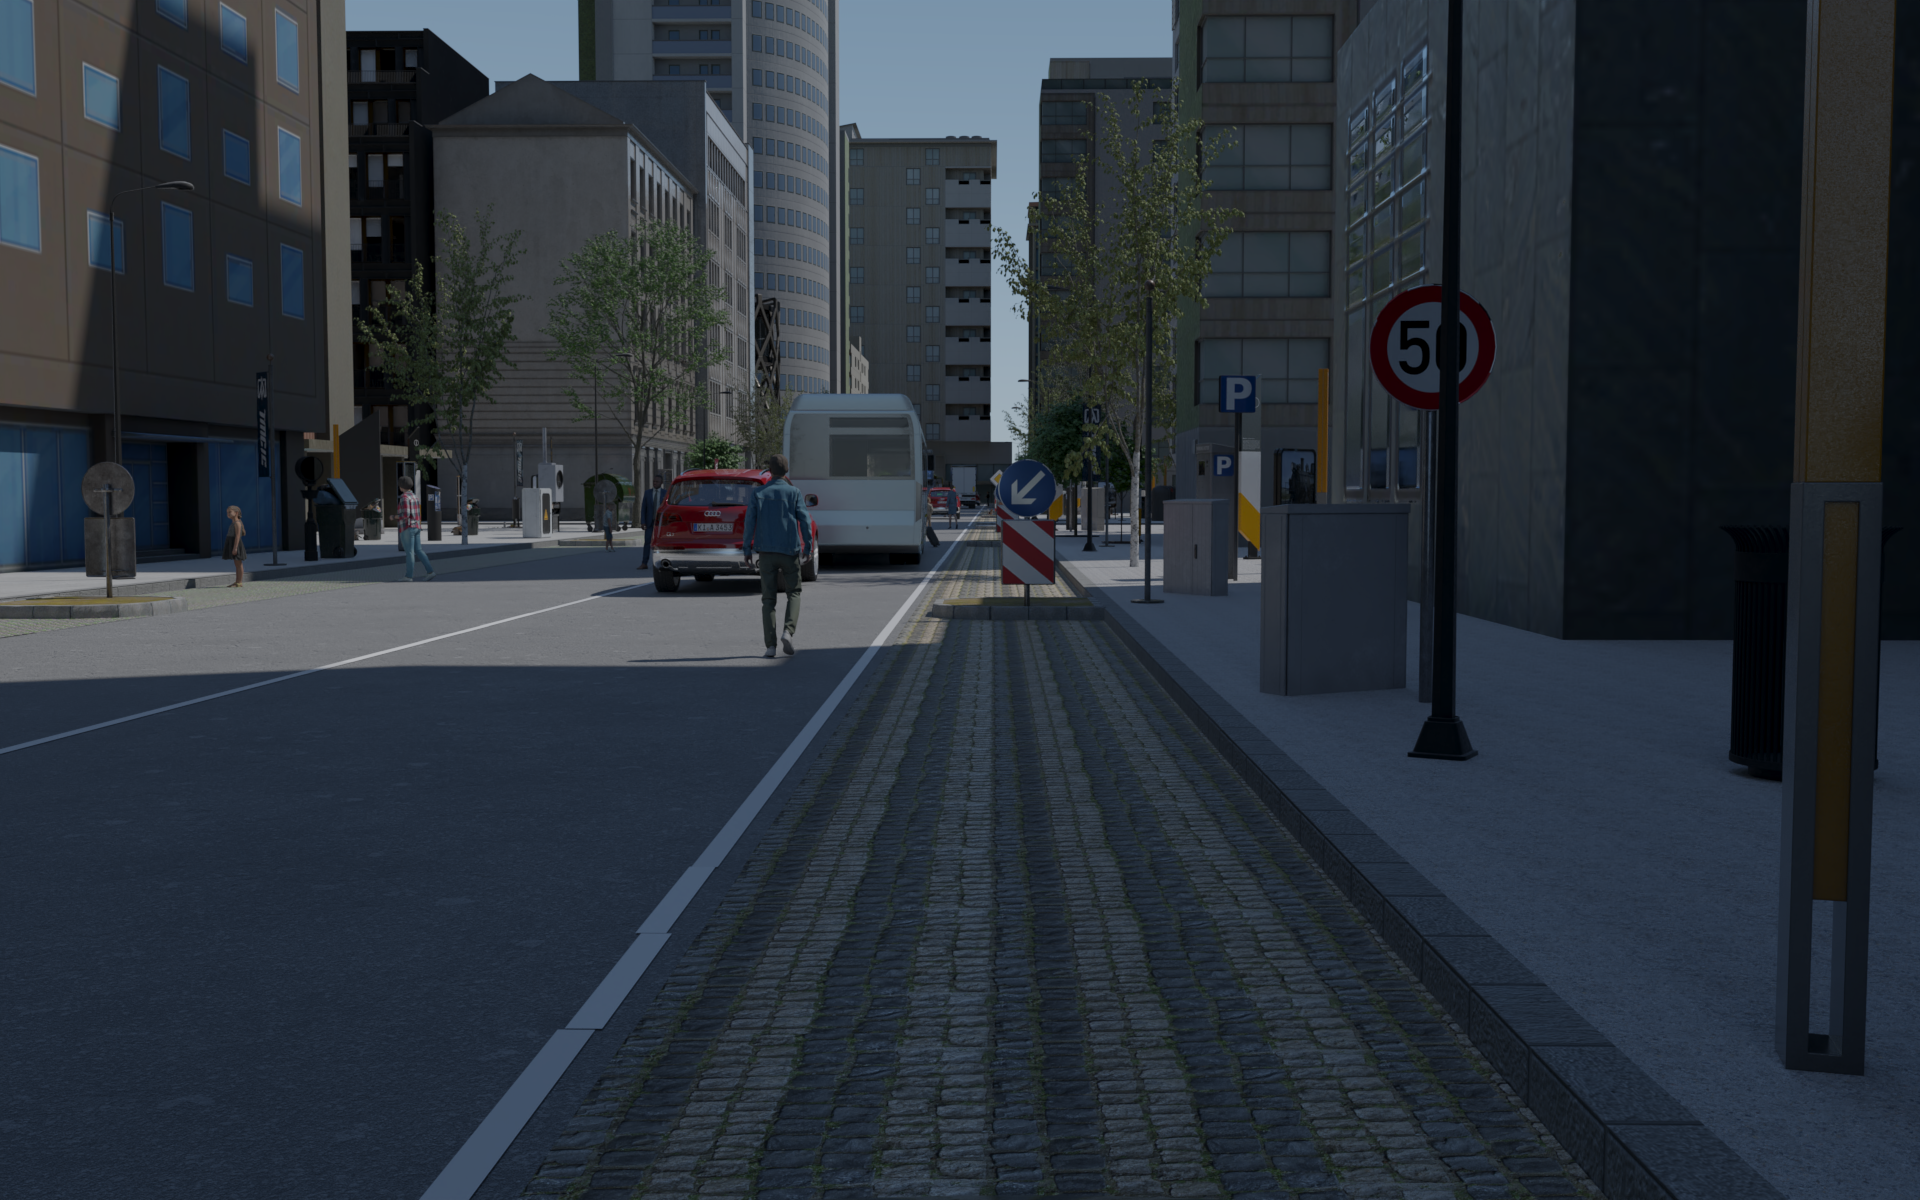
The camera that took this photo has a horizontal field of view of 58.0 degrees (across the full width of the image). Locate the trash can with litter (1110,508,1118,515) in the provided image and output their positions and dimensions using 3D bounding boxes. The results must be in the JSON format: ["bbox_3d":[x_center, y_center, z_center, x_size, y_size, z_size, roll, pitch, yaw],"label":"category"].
[{"bbox_3d":[9.028,-5.731,104.752,1.678,1.210,2.233,1,4,11],"label":"trash can with litter"}]

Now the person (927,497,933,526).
[{"bbox_3d":[-1.258,-3.312,66.922,0.475,1.303,0.640,0,4,5],"label":"person"}]

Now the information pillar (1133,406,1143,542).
[{"bbox_3d":[4.767,-3.376,46.545,0.183,3.616,0.504,-1,4,-14],"label":"information pillar"}]

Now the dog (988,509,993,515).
[{"bbox_3d":[1.881,-5.404,107.648,0.540,0.507,0.406,2,4,27],"label":"dog"}]

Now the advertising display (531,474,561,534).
[{"bbox_3d":[-14.056,-3.277,58.791,0.974,1.923,0.123,-2,4,-30],"label":"advertising display"}]

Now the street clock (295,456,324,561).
[{"bbox_3d":[-12.416,-1.744,33.085,0.358,2.002,0.471,3,5,44],"label":"street clock"}]

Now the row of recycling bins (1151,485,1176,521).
[{"bbox_3d":[9.827,-4.679,83.618,1.069,1.692,3.534,1,4,15],"label":"row of recycling bins"}]

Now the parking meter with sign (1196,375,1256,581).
[{"bbox_3d":[3.908,-1.838,26.307,0.543,3.016,1.738,-1,4,-11],"label":"parking meter with sign"}]

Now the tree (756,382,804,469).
[{"bbox_3d":[-11.703,-10.000,113.855,4.737,8.622,4.395,0,3,0],"label":"tree"}]

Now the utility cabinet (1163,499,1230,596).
[{"bbox_3d":[3.012,-0.675,22.200,0.306,1.237,1.020,-2,4,-30],"label":"utility cabinet"}]

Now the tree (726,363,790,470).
[{"bbox_3d":[-11.367,-9.018,97.800,4.360,8.622,3.978,0,3,0],"label":"tree"}]

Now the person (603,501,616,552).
[{"bbox_3d":[-8.641,-1.807,42.728,0.352,1.250,0.332,2,4,23],"label":"person"}]

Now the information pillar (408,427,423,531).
[{"bbox_3d":[-19.014,-4.221,60.374,0.183,3.616,0.504,2,4,28],"label":"information pillar"}]

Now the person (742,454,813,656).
[{"bbox_3d":[-1.602,-0.391,15.244,0.601,1.785,0.444,0,4,-2],"label":"person"}]

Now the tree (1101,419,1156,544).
[{"bbox_3d":[4.316,-3.077,44.903,1.663,3.219,1.824,0,3,0],"label":"tree"}]

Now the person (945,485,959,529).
[{"bbox_3d":[-0.317,-3.826,71.076,0.581,1.822,0.654,-1,4,-21],"label":"person"}]

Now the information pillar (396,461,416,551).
[{"bbox_3d":[-12.415,-2.102,38.859,0.304,2.012,0.304,3,5,40],"label":"information pillar"}]

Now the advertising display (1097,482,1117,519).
[{"bbox_3d":[7.442,-5.046,87.709,0.974,1.923,0.123,0,4,7],"label":"advertising display"}]

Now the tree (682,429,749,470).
[{"bbox_3d":[-12.446,-6.379,88.010,4.285,4.588,4.351,0,3,0],"label":"tree"}]

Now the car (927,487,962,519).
[{"bbox_3d":[-1.016,-5.613,100.448,2.281,1.827,5.304,0,4,-1],"label":"car"}]

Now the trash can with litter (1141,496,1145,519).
[{"bbox_3d":[9.612,-4.842,90.556,0.624,1.170,1.055,1,4,21],"label":"trash can with litter"}]

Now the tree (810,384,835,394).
[{"bbox_3d":[-10.738,-13.021,147.301,7.601,10.594,8.767,2,4,34],"label":"tree"}]

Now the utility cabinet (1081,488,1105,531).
[{"bbox_3d":[4.568,-3.120,59.696,0.318,1.500,1.173,-2,4,-24],"label":"utility cabinet"}]

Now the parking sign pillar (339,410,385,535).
[{"bbox_3d":[-19.179,-4.090,55.345,1.447,3.967,1.447,-1,4,-13],"label":"parking sign pillar"}]

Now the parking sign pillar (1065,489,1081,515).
[{"bbox_3d":[6.980,-7.250,107.002,1.447,3.967,1.447,-2,4,-24],"label":"parking sign pillar"}]

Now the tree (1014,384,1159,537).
[{"bbox_3d":[3.405,-4.181,52.080,4.285,4.588,4.351,0,3,0],"label":"tree"}]

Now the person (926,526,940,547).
[{"bbox_3d":[-1.286,-2.314,46.545,1.509,1.804,0.699,-1,4,-11],"label":"person"}]

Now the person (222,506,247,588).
[{"bbox_3d":[-11.084,-0.811,26.432,0.373,1.253,0.362,-2,4,-33],"label":"person"}]

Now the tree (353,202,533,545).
[{"bbox_3d":[-12.700,-5.705,43.642,4.737,8.622,4.395,0,3,0],"label":"tree"}]

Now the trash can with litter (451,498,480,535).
[{"bbox_3d":[-15.383,-2.589,53.713,1.055,1.170,0.624,2,4,32],"label":"trash can with litter"}]

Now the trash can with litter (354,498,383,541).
[{"bbox_3d":[-16.522,-2.234,47.908,1.055,1.170,0.624,-1,4,-8],"label":"trash can with litter"}]

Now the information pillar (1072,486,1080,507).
[{"bbox_3d":[7.062,-6.977,105.430,0.504,3.616,0.183,1,4,21],"label":"information pillar"}]

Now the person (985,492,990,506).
[{"bbox_3d":[3.169,-11.704,200.683,0.721,1.723,1.217,2,4,24],"label":"person"}]

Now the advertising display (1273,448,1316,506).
[{"bbox_3d":[4.756,-1.187,24.623,0.123,1.923,0.974,3,5,41],"label":"advertising display"}]

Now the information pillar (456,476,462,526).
[{"bbox_3d":[-20.301,-4.039,70.530,0.304,2.012,0.304,-2,4,-30],"label":"information pillar"}]

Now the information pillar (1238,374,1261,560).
[{"bbox_3d":[5.676,-2.600,33.865,0.504,3.616,0.183,-2,4,-29],"label":"information pillar"}]

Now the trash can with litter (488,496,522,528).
[{"bbox_3d":[-16.729,-3.320,65.338,1.678,1.210,2.233,-2,4,-32],"label":"trash can with litter"}]

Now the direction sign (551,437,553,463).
[{"bbox_3d":[-16.143,-4.681,68.531,0.379,3.537,0.876,-1,4,-11],"label":"direction sign"}]

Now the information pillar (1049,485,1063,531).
[{"bbox_3d":[3.333,-4.217,60.297,0.504,3.616,0.183,0,4,-6],"label":"information pillar"}]

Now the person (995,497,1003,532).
[{"bbox_3d":[1.570,-3.429,65.565,0.512,1.701,0.522,0,4,1],"label":"person"}]

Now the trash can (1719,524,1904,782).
[{"bbox_3d":[3.828,0.233,7.841,0.748,1.137,0.748,0,3,0],"label":"trash can"}]

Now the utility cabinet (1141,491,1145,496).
[{"bbox_3d":[11.711,-6.201,110.072,0.318,1.500,1.173,1,4,17],"label":"utility cabinet"}]

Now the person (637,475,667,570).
[{"bbox_3d":[-5.822,-1.491,33.053,0.721,1.800,0.419,-1,4,-11],"label":"person"}]

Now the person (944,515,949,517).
[{"bbox_3d":[-0.776,-6.022,107.162,0.606,1.804,0.583,-2,4,-28],"label":"person"}]

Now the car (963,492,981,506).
[{"bbox_3d":[1.450,-12.595,214.604,2.281,1.827,5.304,0,4,3],"label":"car"}]

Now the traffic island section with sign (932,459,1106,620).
[{"bbox_3d":[0.676,-0.724,20.462,1.989,1.847,2.006,0,4,1],"label":"traffic island section with sign"}]

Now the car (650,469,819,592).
[{"bbox_3d":[-3.402,-1.111,26.846,2.281,1.827,5.304,0,4,1],"label":"car"}]

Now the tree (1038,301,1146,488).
[{"bbox_3d":[4.919,-7.046,65.566,4.360,8.622,3.978,0,3,0],"label":"tree"}]

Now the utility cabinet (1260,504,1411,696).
[{"bbox_3d":[2.443,-0.009,11.312,1.020,1.237,0.306,-2,4,-28],"label":"utility cabinet"}]

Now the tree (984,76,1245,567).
[{"bbox_3d":[2.876,-4.897,30.423,4.737,8.622,4.395,0,3,0],"label":"tree"}]

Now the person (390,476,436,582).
[{"bbox_3d":[-8.936,-1.157,28.247,0.643,1.720,0.563,0,4,8],"label":"person"}]

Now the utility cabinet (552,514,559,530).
[{"bbox_3d":[-14.893,-3.237,61.609,1.173,1.500,0.318,0,4,-7],"label":"utility cabinet"}]

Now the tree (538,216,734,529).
[{"bbox_3d":[-11.978,-8.485,64.491,9.928,11.665,9.643,0,3,0],"label":"tree"}]
